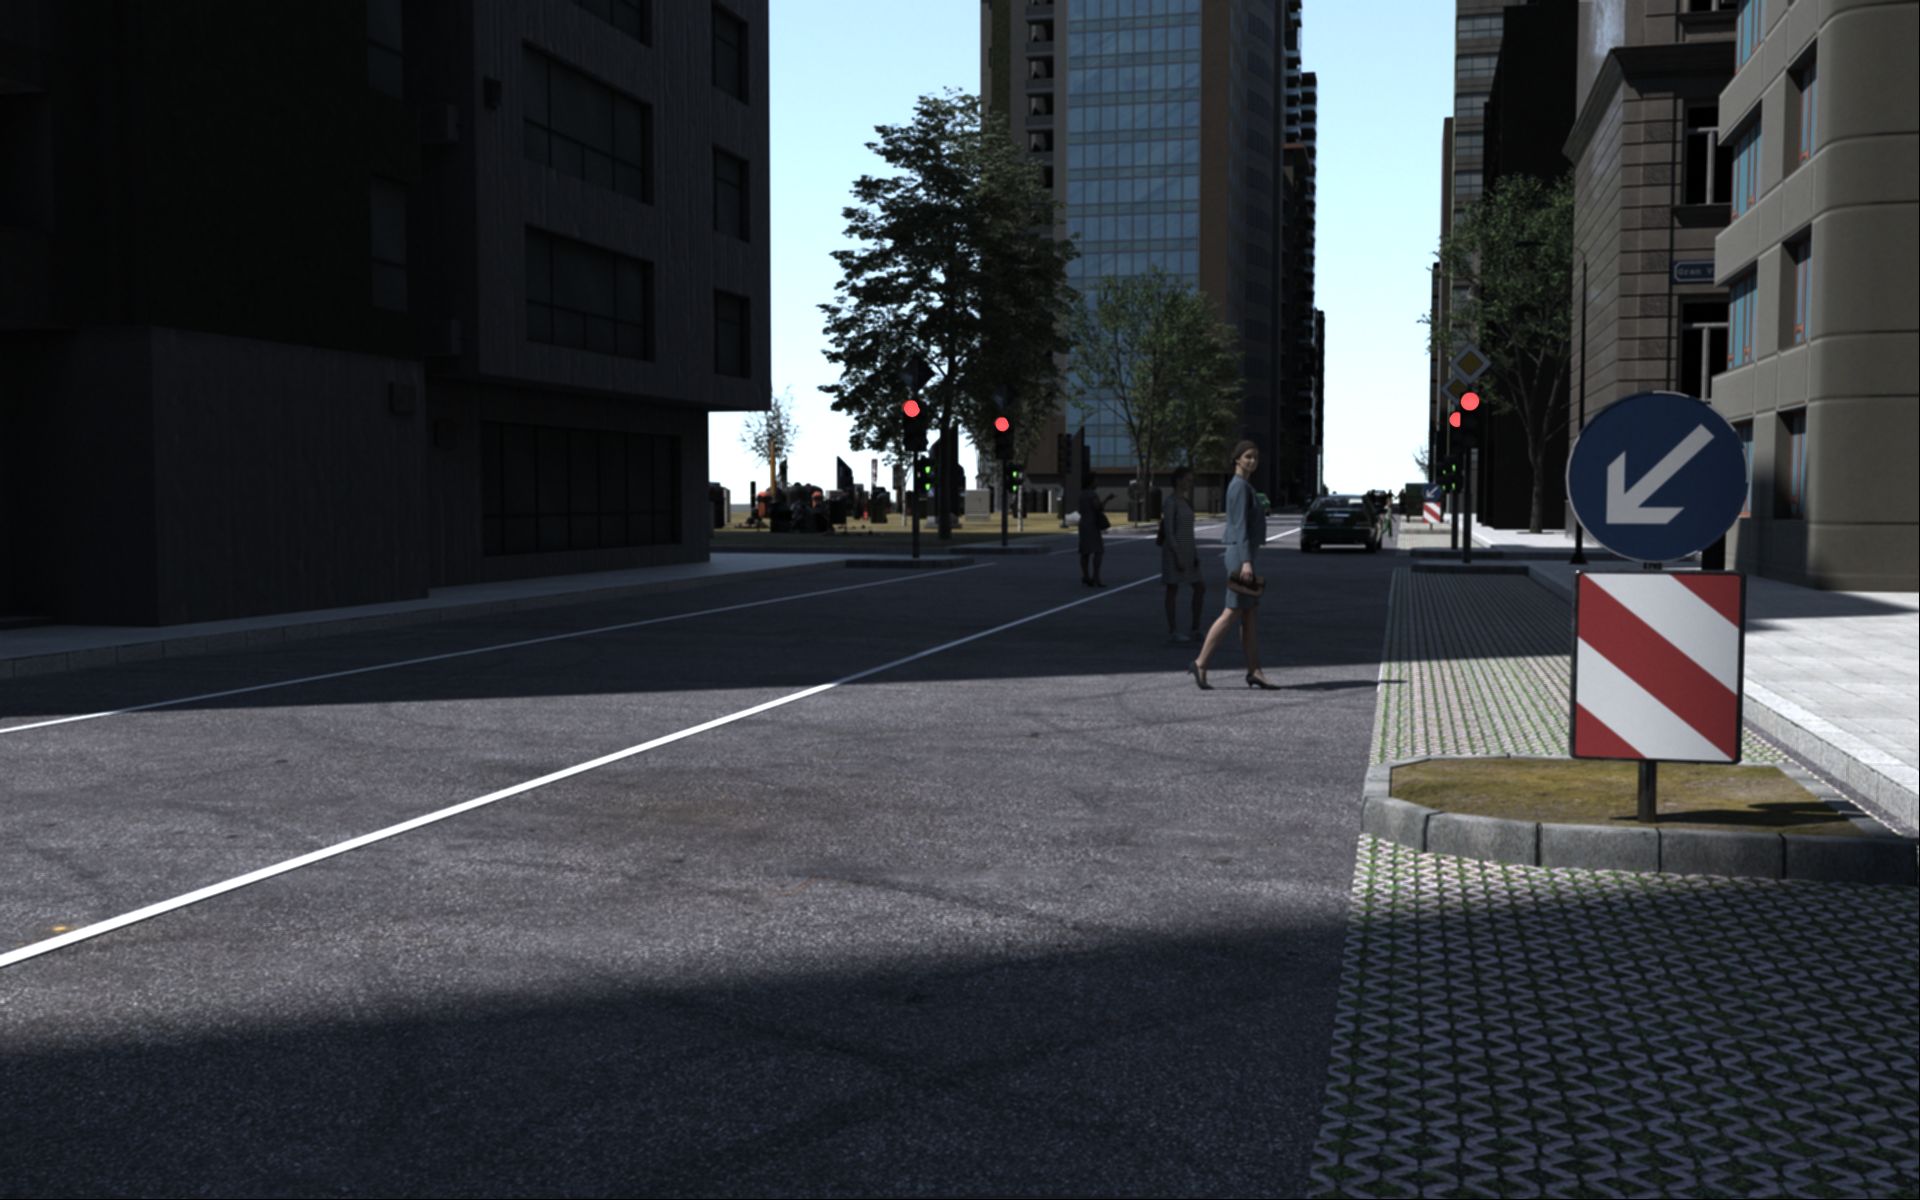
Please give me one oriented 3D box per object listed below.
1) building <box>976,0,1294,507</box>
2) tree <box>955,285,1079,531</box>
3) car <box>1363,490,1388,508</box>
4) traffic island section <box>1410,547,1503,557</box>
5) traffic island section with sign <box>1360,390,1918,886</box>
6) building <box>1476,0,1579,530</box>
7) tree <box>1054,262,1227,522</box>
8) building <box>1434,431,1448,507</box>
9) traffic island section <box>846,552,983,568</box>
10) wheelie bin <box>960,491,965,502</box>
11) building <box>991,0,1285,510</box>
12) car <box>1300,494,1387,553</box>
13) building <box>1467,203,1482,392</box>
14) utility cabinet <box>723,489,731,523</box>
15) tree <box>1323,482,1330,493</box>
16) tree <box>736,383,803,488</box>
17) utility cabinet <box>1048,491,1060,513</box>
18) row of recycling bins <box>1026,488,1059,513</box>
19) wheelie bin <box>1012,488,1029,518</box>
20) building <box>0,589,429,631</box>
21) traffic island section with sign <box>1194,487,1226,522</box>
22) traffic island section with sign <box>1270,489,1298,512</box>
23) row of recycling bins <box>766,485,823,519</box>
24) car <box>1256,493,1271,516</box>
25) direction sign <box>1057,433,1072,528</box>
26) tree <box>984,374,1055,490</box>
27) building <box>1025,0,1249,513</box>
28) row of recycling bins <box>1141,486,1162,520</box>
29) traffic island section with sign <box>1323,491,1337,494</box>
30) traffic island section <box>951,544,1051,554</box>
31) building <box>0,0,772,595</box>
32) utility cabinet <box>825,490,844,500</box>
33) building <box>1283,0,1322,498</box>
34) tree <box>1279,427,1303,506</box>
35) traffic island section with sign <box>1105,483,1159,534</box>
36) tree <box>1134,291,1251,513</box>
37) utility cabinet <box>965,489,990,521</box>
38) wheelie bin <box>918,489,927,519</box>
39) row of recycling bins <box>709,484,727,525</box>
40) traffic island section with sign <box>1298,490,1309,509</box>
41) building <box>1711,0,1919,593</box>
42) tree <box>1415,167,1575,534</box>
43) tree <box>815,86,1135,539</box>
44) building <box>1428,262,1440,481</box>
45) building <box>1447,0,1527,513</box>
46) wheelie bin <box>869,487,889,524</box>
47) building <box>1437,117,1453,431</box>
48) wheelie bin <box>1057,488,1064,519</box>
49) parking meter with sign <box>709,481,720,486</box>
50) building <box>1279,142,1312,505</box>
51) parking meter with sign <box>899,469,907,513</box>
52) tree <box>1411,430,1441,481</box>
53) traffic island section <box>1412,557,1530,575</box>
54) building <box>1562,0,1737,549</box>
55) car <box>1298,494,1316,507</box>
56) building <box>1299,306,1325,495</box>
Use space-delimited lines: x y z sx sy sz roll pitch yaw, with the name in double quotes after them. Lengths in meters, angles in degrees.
18.087 -35.817 174.849 28.713 52.752 27.495 1 4 14 "building"
2.076 -6.670 59.424 4.360 8.622 3.978 0 3 0 "tree"
36.235 -8.687 150.701 2.281 1.827 5.304 1 4 15 "car"
11.433 -1.082 39.967 2.009 0.180 2.903 1 4 14 "traffic island section"
2.763 0.072 7.445 1.989 1.847 2.006 1 4 14 "traffic island section with sign"
27.190 -14.571 67.916 12.332 23.373 15.834 1 4 14 "building"
8.403 -9.388 79.251 9.928 11.665 9.643 0 3 0 "tree"
58.010 -52.214 166.369 22.319 86.520 31.000 1 4 14 "building"
-0.908 -0.771 34.884 2.009 0.180 2.903 1 4 14 "traffic island section"
0.377 -6.371 112.072 0.693 1.594 0.980 0 4 2 "wheelie bin"
15.652 -36.954 146.195 21.231 58.520 28.212 1 4 14 "building"
9.673 -1.955 43.769 2.131 1.459 4.920 1 4 16 "car"
34.679 -16.738 92.744 14.460 24.649 34.723 1 4 14 "building"
-10.705 -4.149 76.515 1.173 1.500 0.318 2 4 28 "utility cabinet"
56.948 -16.877 270.547 1.663 3.219 1.824 0 3 0 "tree"
-11.767 -9.707 109.074 4.360 8.622 3.978 0 3 0 "tree"
6.376 -6.422 113.679 1.173 1.500 0.318 -2 4 -29 "utility cabinet"
6.047 -6.735 117.224 3.534 1.692 1.069 2 4 26 "row of recycling bins"
3.251 -5.150 92.107 0.693 1.594 0.980 3 5 39 "wheelie bin"
-15.032 -14.909 15.456 14.160 30.474 14.107 1 4 14 "building"
13.259 -4.979 90.040 1.989 1.847 2.006 1 4 14 "traffic island section with sign"
25.877 -7.988 139.229 1.989 1.847 2.006 1 4 14 "traffic island section with sign"
-8.707 -5.168 91.607 3.534 1.692 1.069 -3 5 -42 "row of recycling bins"
18.607 -6.169 109.653 1.959 1.807 4.718 1 4 16 "car"
3.921 -4.467 65.035 0.379 3.537 0.876 3 4 38 "direction sign"
3.564 -9.234 101.331 4.737 8.622 4.395 0 3 0 "tree"
13.150 -29.069 125.388 14.600 45.320 14.200 1 4 14 "building"
9.731 -4.967 88.320 1.069 1.692 3.534 0 4 4 "row of recycling bins"
46.269 -12.846 218.660 1.989 1.847 2.006 1 4 14 "traffic island section with sign"
1.077 -1.244 42.619 2.009 0.180 2.903 1 4 14 "traffic island section"
-11.331 -15.827 30.474 14.107 30.474 14.160 1 4 14 "building"
-6.469 -4.949 89.597 0.318 1.500 1.173 2 4 34 "utility cabinet"
39.639 -56.778 240.985 22.319 86.520 31.000 1 4 14 "building"
35.660 -14.638 189.688 4.737 8.622 4.395 0 3 0 "tree"
6.468 -3.361 63.587 1.989 1.847 2.006 1 4 14 "traffic island section with sign"
12.768 -10.959 97.310 7.486 12.596 7.792 0 3 0 "tree"
0.824 -4.470 81.769 1.173 1.500 0.318 0 4 7 "utility cabinet"
-1.937 -4.988 89.458 0.980 1.594 0.693 0 4 1 "wheelie bin"
-10.661 -3.882 70.587 1.069 1.692 3.534 1 4 22 "row of recycling bins"
32.666 -9.605 165.662 1.989 1.847 2.006 1 4 14 "traffic island section with sign"
23.383 -10.299 13.431 27.650 21.520 28.899 1 4 14 "building"
18.567 -7.938 55.537 9.928 11.665 9.643 0 3 0 "tree"
-0.028 -7.991 48.781 7.486 12.596 7.792 0 3 0 "tree"
65.454 -27.083 214.506 14.160 30.474 14.107 1 4 14 "building"
41.221 -26.671 119.673 14.154 41.232 14.086 1 4 14 "building"
-3.539 -4.134 75.492 0.980 1.594 0.693 1 4 22 "wheelie bin"
62.552 -33.627 199.914 14.600 45.320 14.200 1 4 14 "building"
5.394 -4.971 89.179 0.693 1.594 0.980 -1 4 -22 "wheelie bin"
-14.890 -6.660 105.151 0.543 3.016 1.738 2 4 35 "parking meter with sign"
31.530 -34.181 213.490 22.147 44.769 28.867 1 4 14 "building"
-4.088 -7.553 119.747 0.543 3.016 1.738 -1 4 -12 "parking meter with sign"
52.701 -14.857 193.268 4.360 8.622 3.978 0 3 0 "tree"
9.448 -0.609 32.231 2.009 0.180 2.903 1 4 14 "traffic island section"
27.869 -14.899 40.857 25.104 27.353 12.463 1 4 14 "building"
34.658 -9.822 172.589 2.014 1.417 4.499 1 4 14 "car"
48.001 -30.098 263.796 14.160 30.474 14.107 1 4 14 "building"
